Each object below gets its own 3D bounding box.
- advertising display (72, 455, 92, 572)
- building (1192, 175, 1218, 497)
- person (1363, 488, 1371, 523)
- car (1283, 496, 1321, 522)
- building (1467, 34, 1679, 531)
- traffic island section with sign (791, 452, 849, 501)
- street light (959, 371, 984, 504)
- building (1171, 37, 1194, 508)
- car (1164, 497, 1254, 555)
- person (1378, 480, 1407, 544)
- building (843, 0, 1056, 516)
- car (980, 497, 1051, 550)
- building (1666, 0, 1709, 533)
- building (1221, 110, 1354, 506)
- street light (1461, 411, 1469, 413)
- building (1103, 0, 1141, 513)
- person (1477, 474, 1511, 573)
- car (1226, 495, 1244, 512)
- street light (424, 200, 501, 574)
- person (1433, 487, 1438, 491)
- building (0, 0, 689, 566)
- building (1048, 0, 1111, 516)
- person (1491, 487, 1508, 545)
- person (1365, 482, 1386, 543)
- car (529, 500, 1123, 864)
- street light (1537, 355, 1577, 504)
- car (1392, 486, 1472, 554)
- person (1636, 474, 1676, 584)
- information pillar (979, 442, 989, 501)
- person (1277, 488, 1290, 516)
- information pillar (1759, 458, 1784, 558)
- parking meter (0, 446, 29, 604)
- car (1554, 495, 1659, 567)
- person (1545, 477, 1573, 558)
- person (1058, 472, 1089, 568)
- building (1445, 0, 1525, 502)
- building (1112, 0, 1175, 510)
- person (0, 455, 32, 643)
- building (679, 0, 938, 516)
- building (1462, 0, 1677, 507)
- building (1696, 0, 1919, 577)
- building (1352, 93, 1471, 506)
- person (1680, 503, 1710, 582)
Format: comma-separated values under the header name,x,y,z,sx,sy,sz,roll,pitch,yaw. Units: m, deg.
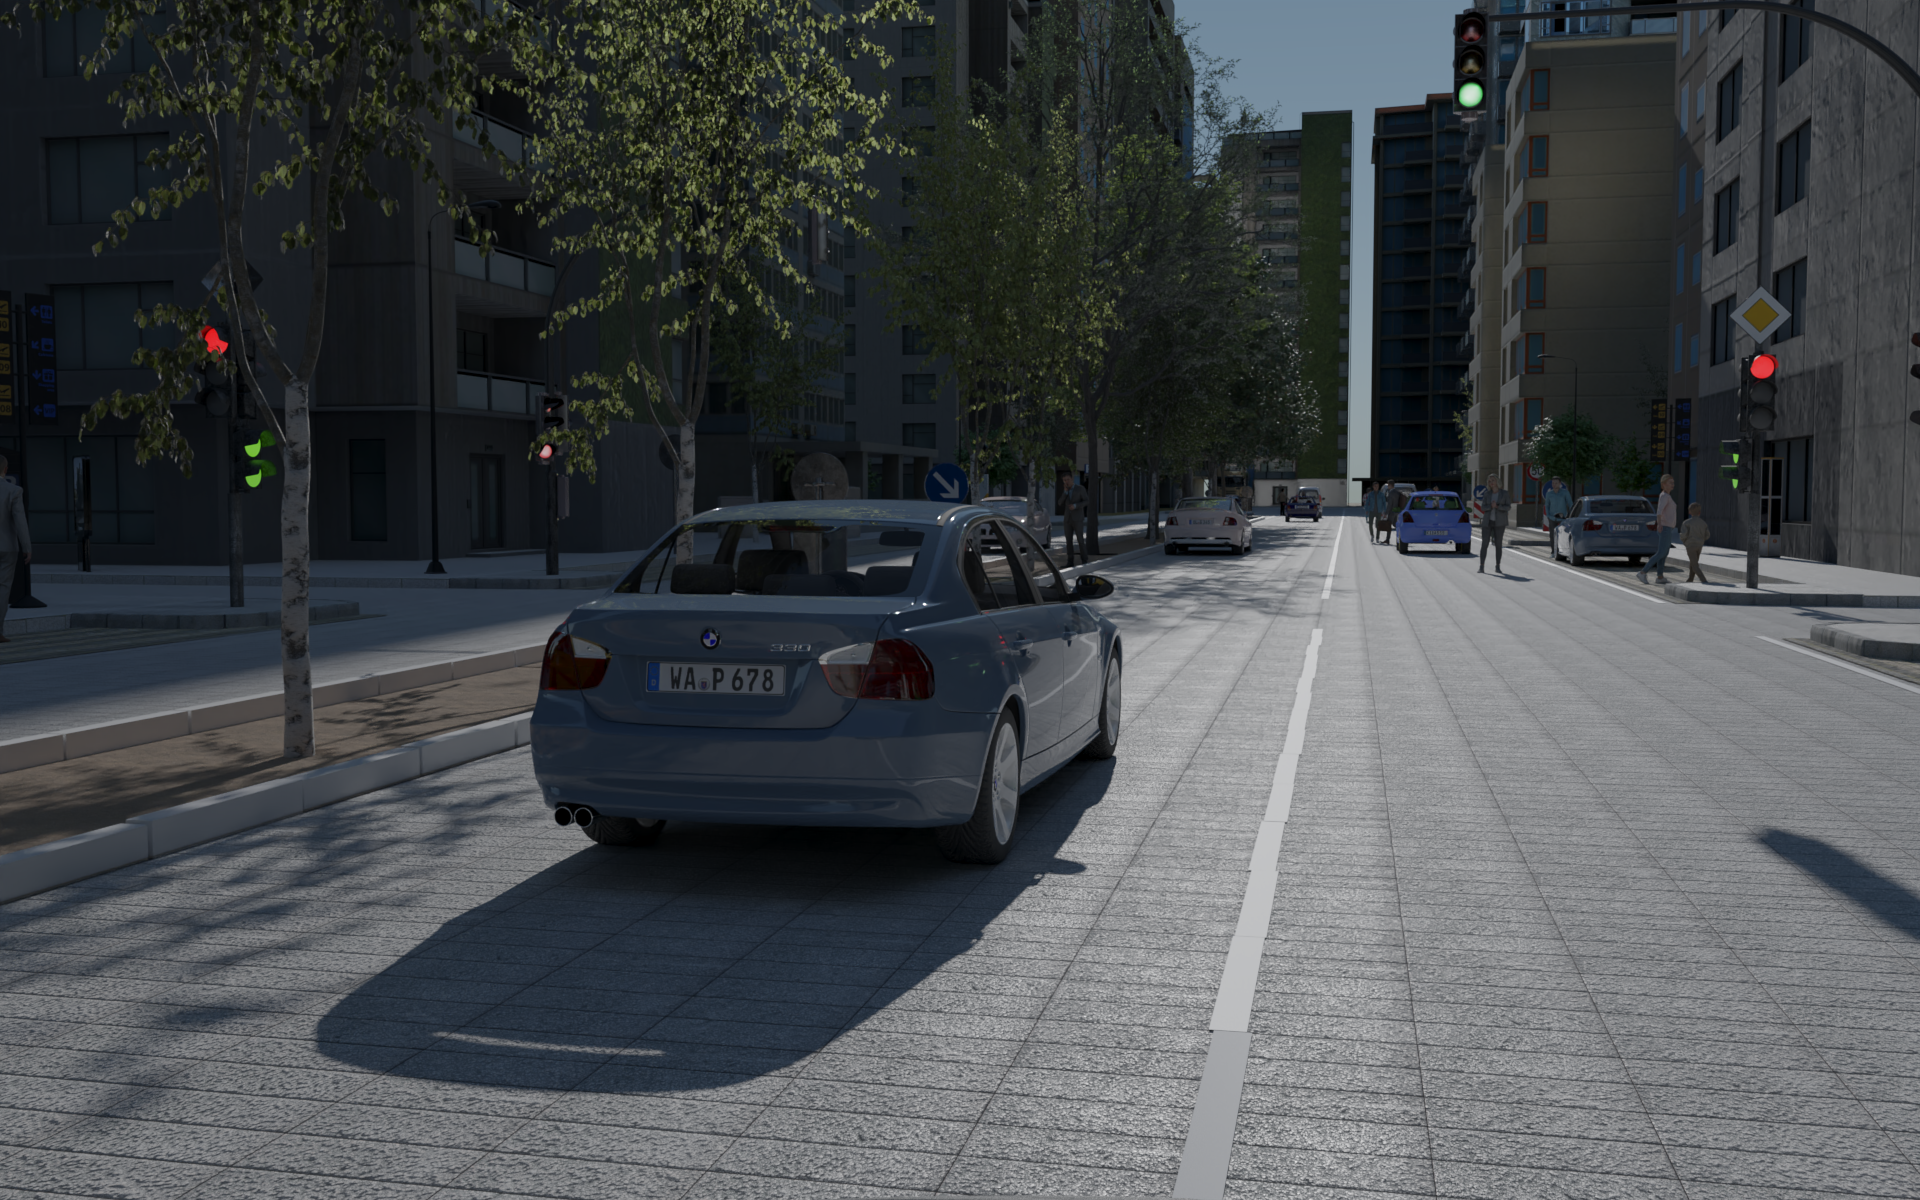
name,x,y,z,sx,sy,sz,roll,pitch,yaw
advertising display,-14.554,-1.438,28.731,0.123,1.923,0.974,-3,4,-36
building,18.858,-31.187,201.786,23.993,40.220,32.217,1,4,13
person,20.356,-4.711,86.369,0.563,1.720,0.643,2,4,34
car,17.818,-4.754,90.307,1.945,1.354,3.894,1,4,11
building,38.228,-14.224,77.601,27.650,21.520,28.899,1,4,13
traffic island section with sign,-1.683,-0.633,18.478,2.006,1.907,1.989,1,4,13
street light,0.524,-5.673,65.287,1.470,5.913,1.316,1,4,13
building,14.922,-31.715,168.645,14.200,45.320,14.600,1,4,13
car,6.055,-1.816,42.053,2.083,1.381,4.827,1,4,13
person,12.372,-2.502,49.378,0.822,1.834,0.622,2,4,31
building,-2.751,-19.840,96.081,14.160,30.474,14.107,1,4,13
car,1.148,-1.910,43.589,2.083,1.381,4.827,1,4,12
building,28.619,-24.326,47.837,14.600,45.320,14.200,1,4,13
building,35.519,-30.914,189.042,14.086,41.232,14.154,1,4,13
street light,28.621,-7.584,96.540,1.470,5.913,1.316,1,4,13
building,2.742,-42.106,126.686,20.563,71.187,20.611,1,4,13
person,9.719,-1.393,31.460,0.537,1.800,0.526,2,4,35
car,20.229,-7.146,129.422,1.945,1.354,3.894,1,4,14
street light,-7.936,-3.370,27.648,1.470,5.913,1.316,1,4,13
person,23.417,-4.693,85.459,0.478,1.798,0.641,-3,4,-39
building,-14.939,-21.556,36.034,14.154,41.232,14.086,1,4,13
building,1.677,-28.083,109.275,14.600,45.320,14.200,1,4,13
person,14.909,-2.403,48.139,0.444,1.785,0.601,-3,4,-37
person,12.241,-2.578,50.988,0.601,1.785,0.444,1,4,17
car,-0.352,0.237,8.135,2.014,1.417,4.499,1,4,14
street light,19.931,-5.212,57.756,1.470,5.913,1.316,1,4,13
car,11.645,-2.024,42.686,1.945,1.707,3.694,1,4,12
person,11.056,-1.119,27.463,0.598,1.740,0.731,1,4,12
information pillar,0.988,-4.962,72.484,0.183,3.616,0.504,-3,5,-44
person,21.348,-6.477,114.413,0.705,1.823,1.348,-2,4,-30
information pillar,16.390,-1.865,34.992,0.304,2.012,0.304,-1,4,-11
parking meter,-11.115,-0.889,20.246,0.399,1.863,0.255,-3,4,-37
car,13.235,-1.428,35.357,2.014,1.417,4.499,1,4,13
person,13.388,-1.842,38.639,0.660,1.820,0.620,2,4,32
person,2.178,-1.525,33.233,0.655,1.846,0.447,2,4,33
building,55.544,-32.520,151.314,23.786,49.044,30.456,1,4,13
building,6.566,-32.105,148.619,21.300,48.544,21.600,1,4,13
person,-9.232,-0.485,16.548,0.709,1.813,0.853,-1,4,-14
building,-17.760,-22.781,64.350,32.217,40.220,23.993,1,4,13
building,48.080,-49.373,119.912,22.319,86.520,31.000,1,4,13
building,26.617,-36.208,30.257,20.611,71.187,20.563,1,4,13
building,57.607,-32.621,187.973,28.867,44.769,22.147,1,4,13
person,10.936,-0.798,25.818,0.475,1.303,0.640,-2,4,-24
